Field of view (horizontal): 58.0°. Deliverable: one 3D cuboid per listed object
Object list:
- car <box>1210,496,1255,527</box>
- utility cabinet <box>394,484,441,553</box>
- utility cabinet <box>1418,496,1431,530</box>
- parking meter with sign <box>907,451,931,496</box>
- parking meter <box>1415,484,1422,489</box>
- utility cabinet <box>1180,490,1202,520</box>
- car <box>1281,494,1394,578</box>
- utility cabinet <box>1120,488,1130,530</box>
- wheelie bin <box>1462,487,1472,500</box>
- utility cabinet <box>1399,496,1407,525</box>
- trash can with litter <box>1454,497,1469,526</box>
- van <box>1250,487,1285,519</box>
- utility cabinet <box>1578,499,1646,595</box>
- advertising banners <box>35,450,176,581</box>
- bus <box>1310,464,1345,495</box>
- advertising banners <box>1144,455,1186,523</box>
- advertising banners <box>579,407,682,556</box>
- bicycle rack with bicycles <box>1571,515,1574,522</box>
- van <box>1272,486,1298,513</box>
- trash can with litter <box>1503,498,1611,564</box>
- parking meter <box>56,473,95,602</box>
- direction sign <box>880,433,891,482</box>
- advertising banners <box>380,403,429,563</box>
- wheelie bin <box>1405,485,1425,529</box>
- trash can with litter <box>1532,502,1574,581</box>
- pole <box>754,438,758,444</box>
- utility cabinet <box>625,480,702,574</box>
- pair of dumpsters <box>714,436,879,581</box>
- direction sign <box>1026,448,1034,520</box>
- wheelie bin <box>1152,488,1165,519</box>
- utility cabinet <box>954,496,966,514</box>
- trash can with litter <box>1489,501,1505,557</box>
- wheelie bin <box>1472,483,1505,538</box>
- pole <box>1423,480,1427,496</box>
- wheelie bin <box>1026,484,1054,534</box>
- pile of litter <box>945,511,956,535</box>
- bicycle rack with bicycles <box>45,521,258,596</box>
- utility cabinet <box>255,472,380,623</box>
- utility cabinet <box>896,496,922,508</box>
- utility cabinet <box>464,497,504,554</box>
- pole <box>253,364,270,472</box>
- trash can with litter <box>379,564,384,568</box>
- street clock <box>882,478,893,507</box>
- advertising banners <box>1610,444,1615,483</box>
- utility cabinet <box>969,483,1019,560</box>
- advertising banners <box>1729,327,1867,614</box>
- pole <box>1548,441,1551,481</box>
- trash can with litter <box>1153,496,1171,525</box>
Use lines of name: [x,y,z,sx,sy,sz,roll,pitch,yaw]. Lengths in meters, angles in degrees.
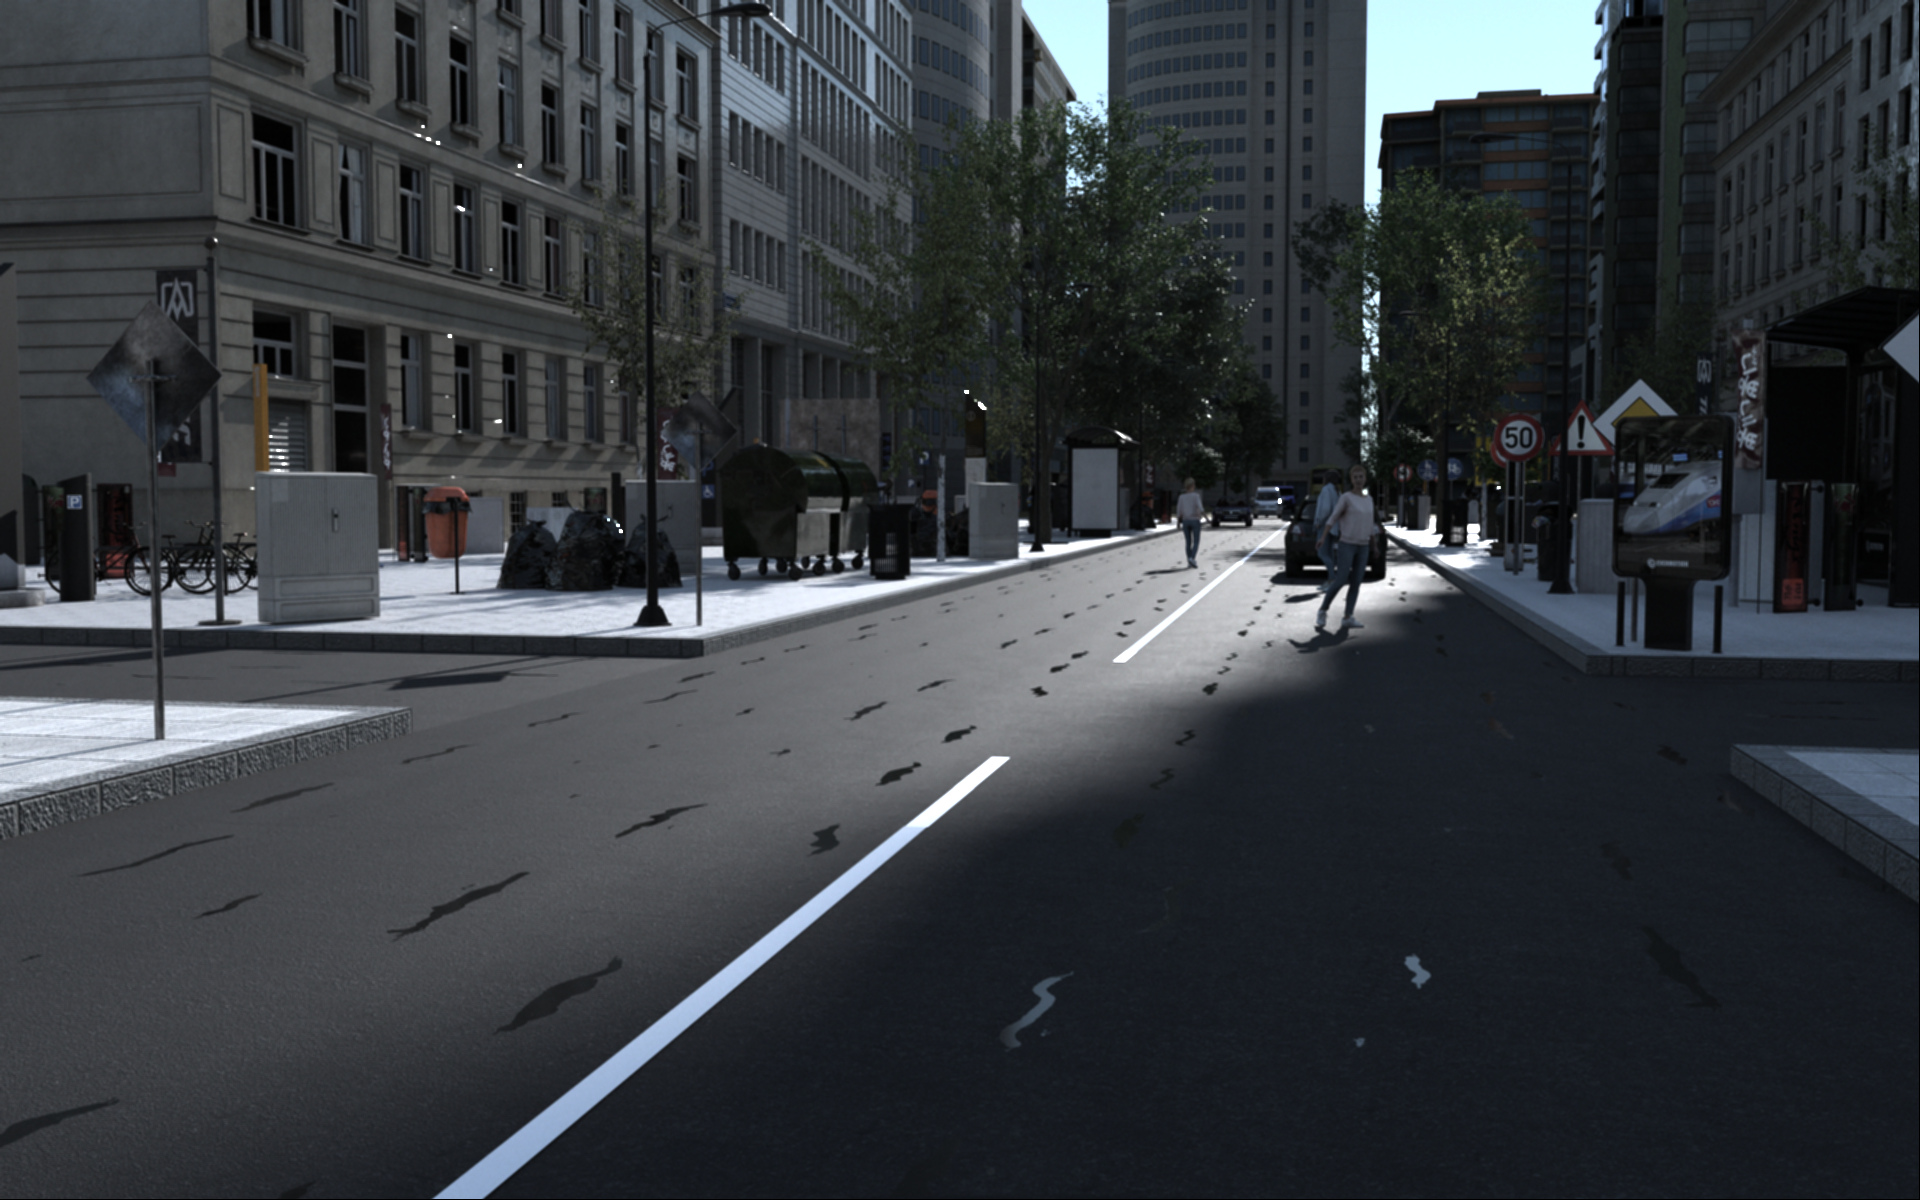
car: [12.064,-3.921,76.694,1.945,1.354,3.894,1,4,11]
utility cabinet: [-11.788,-1.771,37.631,1.173,1.500,0.318,2,4,32]
utility cabinet: [16.638,-3.112,62.041,0.306,1.237,1.020,2,4,24]
parking meter with sign: [-1.829,-4.498,69.802,0.543,3.016,1.738,2,4,28]
parking meter: [21.996,-4.742,83.235,0.255,1.863,0.399,-1,4,-11]
utility cabinet: [11.398,-4.692,85.392,1.173,1.500,0.318,-2,4,-34]
car: [6.761,-1.302,31.071,2.009,1.686,4.222,1,4,13]
utility cabinet: [5.815,-3.227,61.443,0.318,1.500,1.173,1,4,12]
wheelie bin: [24.452,-4.574,82.692,0.980,1.594,0.693,-2,4,-31]
utility cabinet: [18.508,-3.721,72.001,0.306,1.237,1.020,2,4,32]
trash can with litter: [19.920,-3.541,69.289,0.624,1.170,1.055,0,4,-8]
van: [18.174,-5.827,102.275,2.013,2.044,4.112,1,4,10]
utility cabinet: [8.471,-0.673,22.163,1.020,1.237,0.306,2,4,33]
advertising banners: [-12.788,-1.831,26.121,2.074,3.025,0.090,-3,4,-38]
bus: [29.710,-9.093,140.219,2.896,3.916,12.252,1,4,12]
advertising banners: [9.127,-4.913,76.511,2.074,3.025,0.090,0,4,3]
advertising banners: [-6.610,-2.365,34.848,2.074,3.025,0.090,0,4,-1]
bicycle rack with bicycles: [25.076,-3.834,76.062,2.852,0.926,2.925,-1,4,-19]
van: [24.502,-7.776,131.525,2.240,2.365,5.245,1,4,11]
trash can with litter: [11.108,-1.301,32.330,2.233,1.210,1.678,0,4,1]
parking meter: [-10.601,-0.755,20.756,0.372,1.533,0.369,0,3,0]
direction sign: [-2.965,-4.414,64.173,0.876,3.537,0.379,1,4,20]
advertising banners: [-10.613,-2.252,33.005,0.090,3.025,2.074,-3,5,-40]
wheelie bin: [16.601,-3.382,63.208,0.693,1.594,0.980,1,4,12]
trash can with litter: [8.766,-0.880,25.781,0.624,1.170,1.055,1,4,10]
pole: [-7.423,-4.238,63.131,0.158,3.312,0.155,0,3,0]
utility cabinet: [-4.675,-1.140,27.321,1.173,1.500,0.318,-1,4,-11]
pair of dumpsters: [-2.556,-1.536,27.603,1.574,2.255,4.437,1,4,12]
direction sign: [3.447,-5.682,84.903,0.379,3.537,0.876,2,4,28]
wheelie bin: [10.147,-4.925,88.436,0.980,1.594,0.693,3,5,44]
utility cabinet: [0.315,-3.296,65.043,1.020,1.237,0.306,-2,4,-25]
trash can with litter: [11.317,-1.489,35.736,0.624,1.170,1.055,2,4,33]
wheelie bin: [15.450,-2.596,50.347,0.693,1.594,0.980,2,4,31]
pole: [22.758,-5.564,84.808,0.158,3.312,0.155,0,3,0]
wheelie bin: [2.628,-2.936,55.913,0.980,1.594,0.693,-3,4,-39]
pile of litter: [-0.440,-1.808,43.531,1.719,0.858,1.176,-2,4,-29]
bicycle rack with bicycles: [-9.923,-0.569,22.678,2.925,0.926,2.852,0,4,7]
utility cabinet: [-6.431,-0.533,17.391,0.318,1.500,1.173,3,4,38]
utility cabinet: [-1.261,-2.302,48.795,1.020,1.237,0.306,1,4,13]
utility cabinet: [-10.366,-1.602,37.348,1.020,1.237,0.306,-1,4,-16]
pole: [-10.953,-2.040,27.194,0.158,3.312,0.155,0,3,0]
trash can with litter: [-10.807,-1.146,29.790,1.678,1.210,2.233,-1,4,-15]
street clock: [-3.243,-4.478,77.778,0.471,2.002,0.358,1,4,11]
advertising banners: [17.032,-2.857,42.896,2.074,3.025,0.090,0,4,5]
utility cabinet: [0.672,-1.533,33.747,0.318,1.500,1.173,3,5,41]
advertising banners: [9.007,-1.374,18.649,2.074,3.025,0.090,-2,4,-24]
pole: [22.439,-4.422,66.136,0.158,3.312,0.155,0,3,0]
trash can with litter: [8.061,-3.812,73.387,1.678,1.210,2.233,-3,4,-38]
